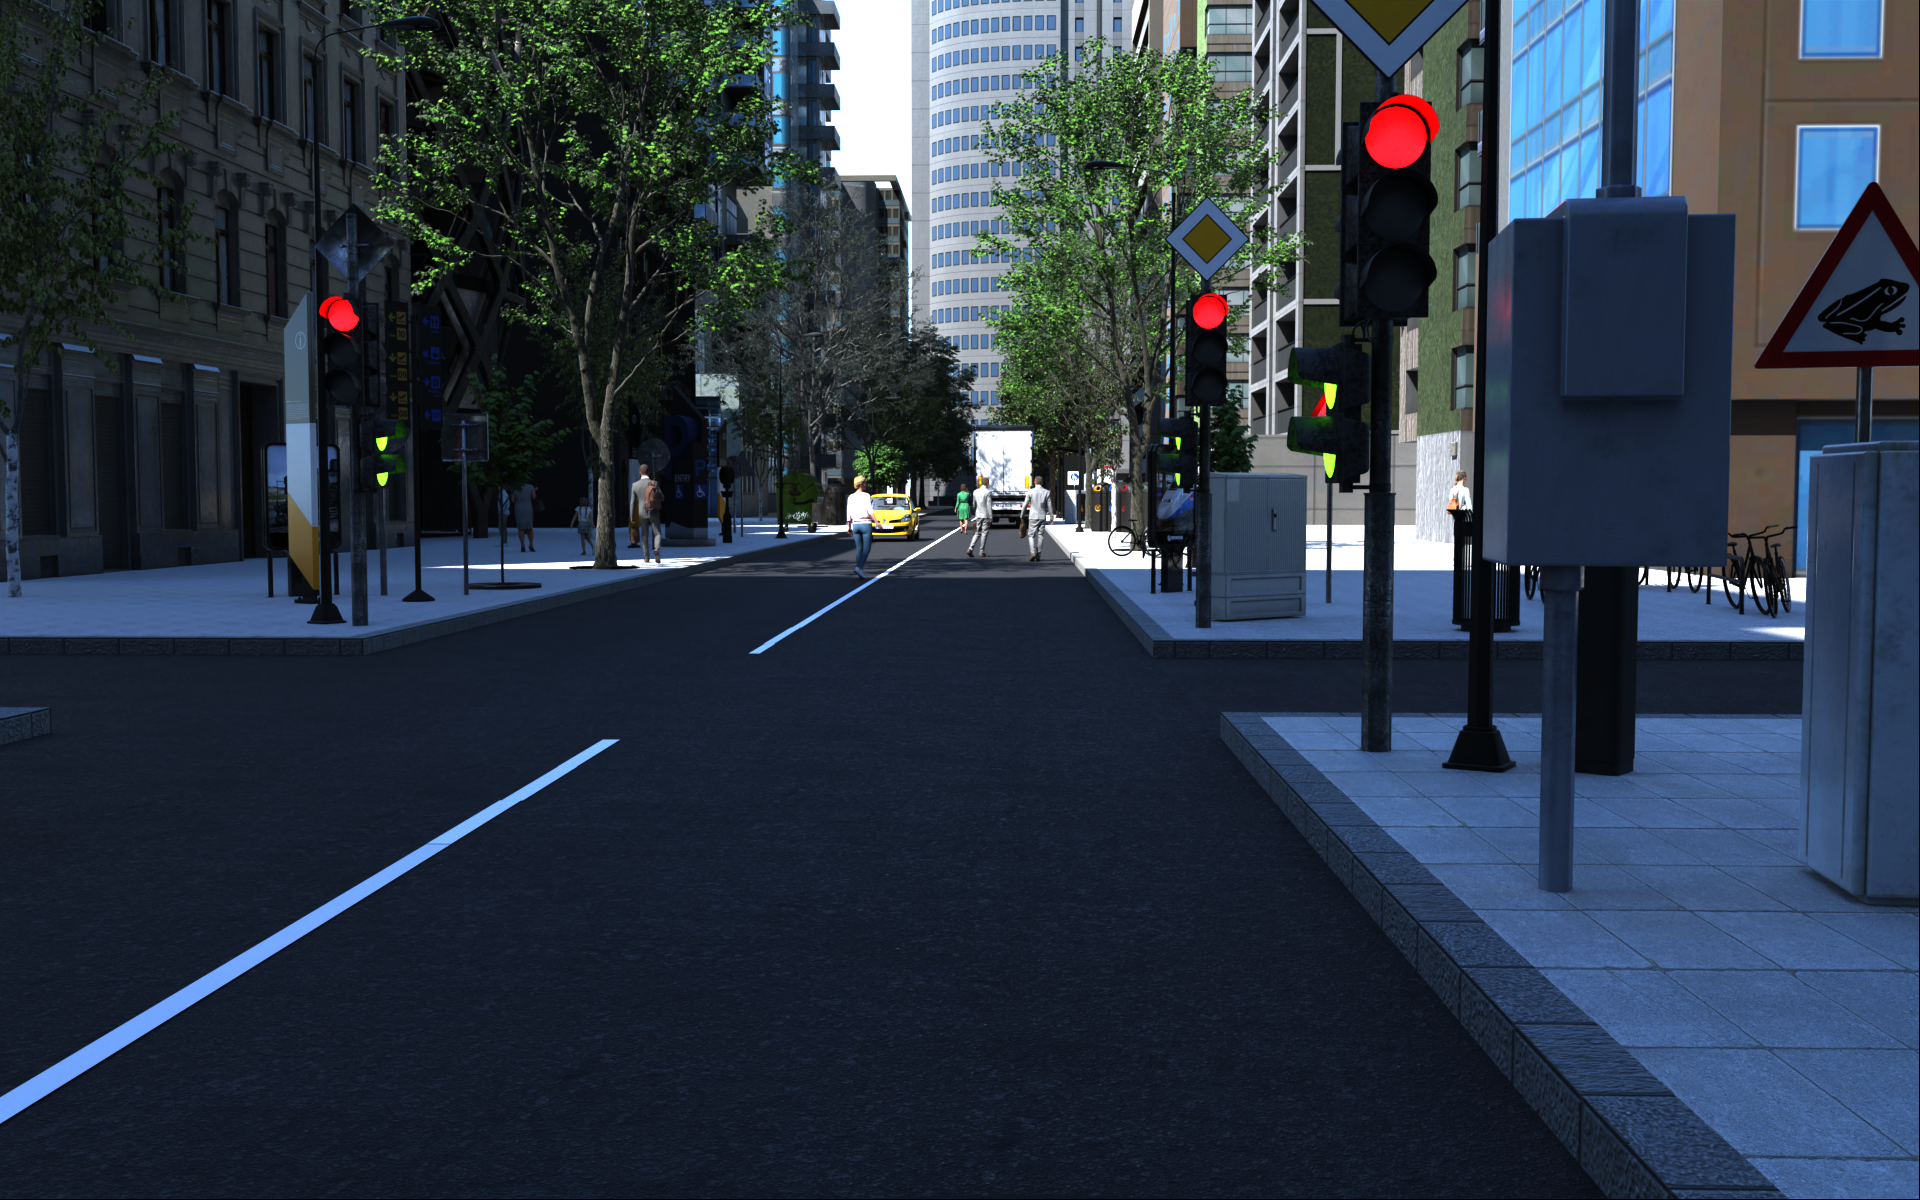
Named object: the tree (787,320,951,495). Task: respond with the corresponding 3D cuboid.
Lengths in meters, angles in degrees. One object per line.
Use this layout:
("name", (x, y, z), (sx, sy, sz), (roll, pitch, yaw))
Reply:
("tree", (-4.502, -9.495, 89.654), (8.767, 10.594, 7.601), (-2, 4, -26))

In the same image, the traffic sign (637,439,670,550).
("traffic sign", (-7.050, -2.429, 39.817), (0.768, 2.556, 0.104), (0, 4, 5))

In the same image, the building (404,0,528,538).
("building", (-21.866, -11.237, 51.176), (16.820, 18.784, 16.811), (0, 4, 2))

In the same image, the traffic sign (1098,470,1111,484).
("traffic sign", (6.047, -4.306, 72.539), (0.606, 2.300, 0.079), (1, 4, 11))

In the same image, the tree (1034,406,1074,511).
("tree", (7.309, -12.126, 132.667), (7.601, 10.594, 8.767), (0, 4, 4))

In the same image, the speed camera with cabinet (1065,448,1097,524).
("speed camera with cabinet", (5.339, -4.905, 74.536), (0.660, 3.252, 2.038), (3, 5, 41))

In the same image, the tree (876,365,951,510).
("tree", (-3.051, -13.829, 143.108), (9.611, 12.733, 9.660), (0, 3, 0))

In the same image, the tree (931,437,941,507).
("tree", (-1.923, -13.389, 169.267), (4.737, 8.622, 4.395), (0, 3, 0))

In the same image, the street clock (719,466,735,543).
("street clock", (-6.108, -2.499, 45.427), (0.358, 2.002, 0.471), (-2, 4, -34))

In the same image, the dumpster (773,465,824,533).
("dumpster", (-5.326, -3.335, 57.021), (1.502, 2.255, 1.985), (0, 4, 2))

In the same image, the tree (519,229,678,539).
("tree", (-10.319, -6.052, 49.314), (4.737, 8.622, 4.395), (0, 3, 0))

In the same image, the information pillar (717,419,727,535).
("information pillar", (-7.361, -3.808, 53.617), (0.183, 3.616, 0.504), (1, 4, 21))

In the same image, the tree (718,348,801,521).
("tree", (-9.487, -8.066, 82.238), (4.360, 8.622, 3.978), (0, 3, 0))

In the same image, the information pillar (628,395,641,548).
("information pillar", (-7.767, -3.058, 41.345), (0.183, 3.616, 0.504), (1, 4, 13))

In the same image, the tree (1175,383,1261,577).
("tree", (4.156, -1.996, 27.229), (1.663, 3.219, 1.824), (0, 3, 0))

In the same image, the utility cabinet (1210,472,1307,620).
("utility cabinet", (3.046, -0.553, 17.728), (1.173, 1.500, 0.318), (-3, 4, -36))

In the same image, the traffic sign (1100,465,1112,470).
("traffic sign", (6.559, -4.702, 76.985), (0.768, 2.556, 0.104), (0, 4, 4))

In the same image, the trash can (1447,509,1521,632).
("trash can", (4.940, -0.280, 16.237), (0.748, 1.137, 0.748), (0, 3, 0))

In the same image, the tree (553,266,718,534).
("tree", (-10.634, -6.412, 55.191), (4.360, 8.622, 3.978), (0, 3, 0))

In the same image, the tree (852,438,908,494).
("tree", (-4.641, -7.171, 100.955), (4.285, 4.588, 4.351), (0, 3, 0))

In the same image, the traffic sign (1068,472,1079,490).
("traffic sign", (5.204, -4.687, 78.763), (0.606, 2.300, 0.079), (0, 4, 4))

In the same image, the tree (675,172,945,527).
("tree", (-5.675, -9.557, 66.634), (12.009, 13.543, 11.850), (0, 3, 0))

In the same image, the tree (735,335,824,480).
("tree", (-8.038, -7.769, 77.392), (4.737, 8.622, 4.395), (0, 3, 0))

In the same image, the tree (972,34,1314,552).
("tree", (4.027, -6.910, 38.731), (9.928, 11.665, 9.643), (0, 3, 0))

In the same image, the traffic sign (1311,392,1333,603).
("traffic sign", (4.334, -1.241, 20.296), (0.884, 2.594, 0.081), (1, 4, 11))

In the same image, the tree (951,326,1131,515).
("tree", (5.788, -11.621, 107.012), (9.611, 12.733, 9.660), (0, 3, 0))

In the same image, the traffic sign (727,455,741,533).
("traffic sign", (-7.429, -3.481, 57.016), (0.768, 2.556, 0.104), (0, 4, 8))

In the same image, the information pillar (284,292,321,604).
("information pillar", (-7.706, -1.770, 20.290), (0.504, 3.616, 0.183), (2, 4, 35))

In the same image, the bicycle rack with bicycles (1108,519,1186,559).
("bicycle rack with bicycles", (4.473, -1.340, 35.295), (2.925, 0.926, 2.852), (0, 4, 8))

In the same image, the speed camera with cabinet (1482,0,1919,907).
("speed camera with cabinet", (2.783, -0.687, 5.577), (2.038, 3.252, 0.660), (1, 4, 9))

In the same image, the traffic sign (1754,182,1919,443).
("traffic sign", (3.809, -0.448, 7.323), (0.884, 2.594, 0.081), (1, 4, 11))

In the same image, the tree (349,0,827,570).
("tree", (-6.115, -6.327, 29.200), (9.928, 11.665, 9.643), (0, 3, 0))

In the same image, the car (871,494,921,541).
("car", (-2.181, -2.652, 53.583), (2.015, 1.641, 3.980), (0, 4, 2))

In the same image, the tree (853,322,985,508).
("tree", (-3.323, -13.484, 127.120), (9.857, 13.997, 8.962), (0, 3, 0))

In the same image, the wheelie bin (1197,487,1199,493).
("wheelie bin", (5.842, -2.095, 42.167), (0.693, 1.594, 0.980), (1, 4, 17))

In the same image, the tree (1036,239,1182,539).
("tree", (4.170, -6.056, 49.380), (4.360, 8.622, 3.978), (0, 3, 0))

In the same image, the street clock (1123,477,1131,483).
("street clock", (7.188, -4.247, 74.014), (0.471, 2.002, 0.358), (0, 4, -1))

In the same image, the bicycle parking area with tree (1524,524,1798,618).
("bicycle parking area with tree", (10.748, -2.084, 21.074), (8.231, 4.147, 9.016), (2, 4, 26))

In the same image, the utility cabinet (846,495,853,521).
("utility cabinet", (-5.253, -4.282, 81.179), (1.020, 1.237, 0.306), (1, 4, 10))

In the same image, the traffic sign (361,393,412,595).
("traffic sign", (-7.299, -1.331, 21.867), (0.768, 2.556, 0.104), (0, 4, 3))

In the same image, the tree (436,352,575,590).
("tree", (-6.347, -1.782, 23.737), (1.663, 3.219, 1.824), (0, 3, 0))

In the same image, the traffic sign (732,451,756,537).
("traffic sign", (-6.519, -3.165, 51.750), (0.884, 2.594, 0.081), (0, 4, 4))

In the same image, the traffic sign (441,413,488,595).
("traffic sign", (-6.282, -1.214, 21.985), (0.606, 2.300, 0.079), (0, 4, 5))

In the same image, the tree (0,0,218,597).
("tree", (-11.759, -4.356, 21.589), (4.737, 8.622, 4.395), (0, 3, 0))

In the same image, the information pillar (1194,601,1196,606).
("information pillar", (2.791, -1.739, 19.788), (0.183, 3.616, 0.504), (0, 4, 6))

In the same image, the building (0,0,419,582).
("building", (-18.333, -11.274, 33.480), (9.793, 20.994, 18.267), (0, 4, 2))

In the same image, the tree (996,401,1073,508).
("tree", (7.882, -15.565, 161.146), (9.857, 13.997, 8.962), (0, 3, 0))
